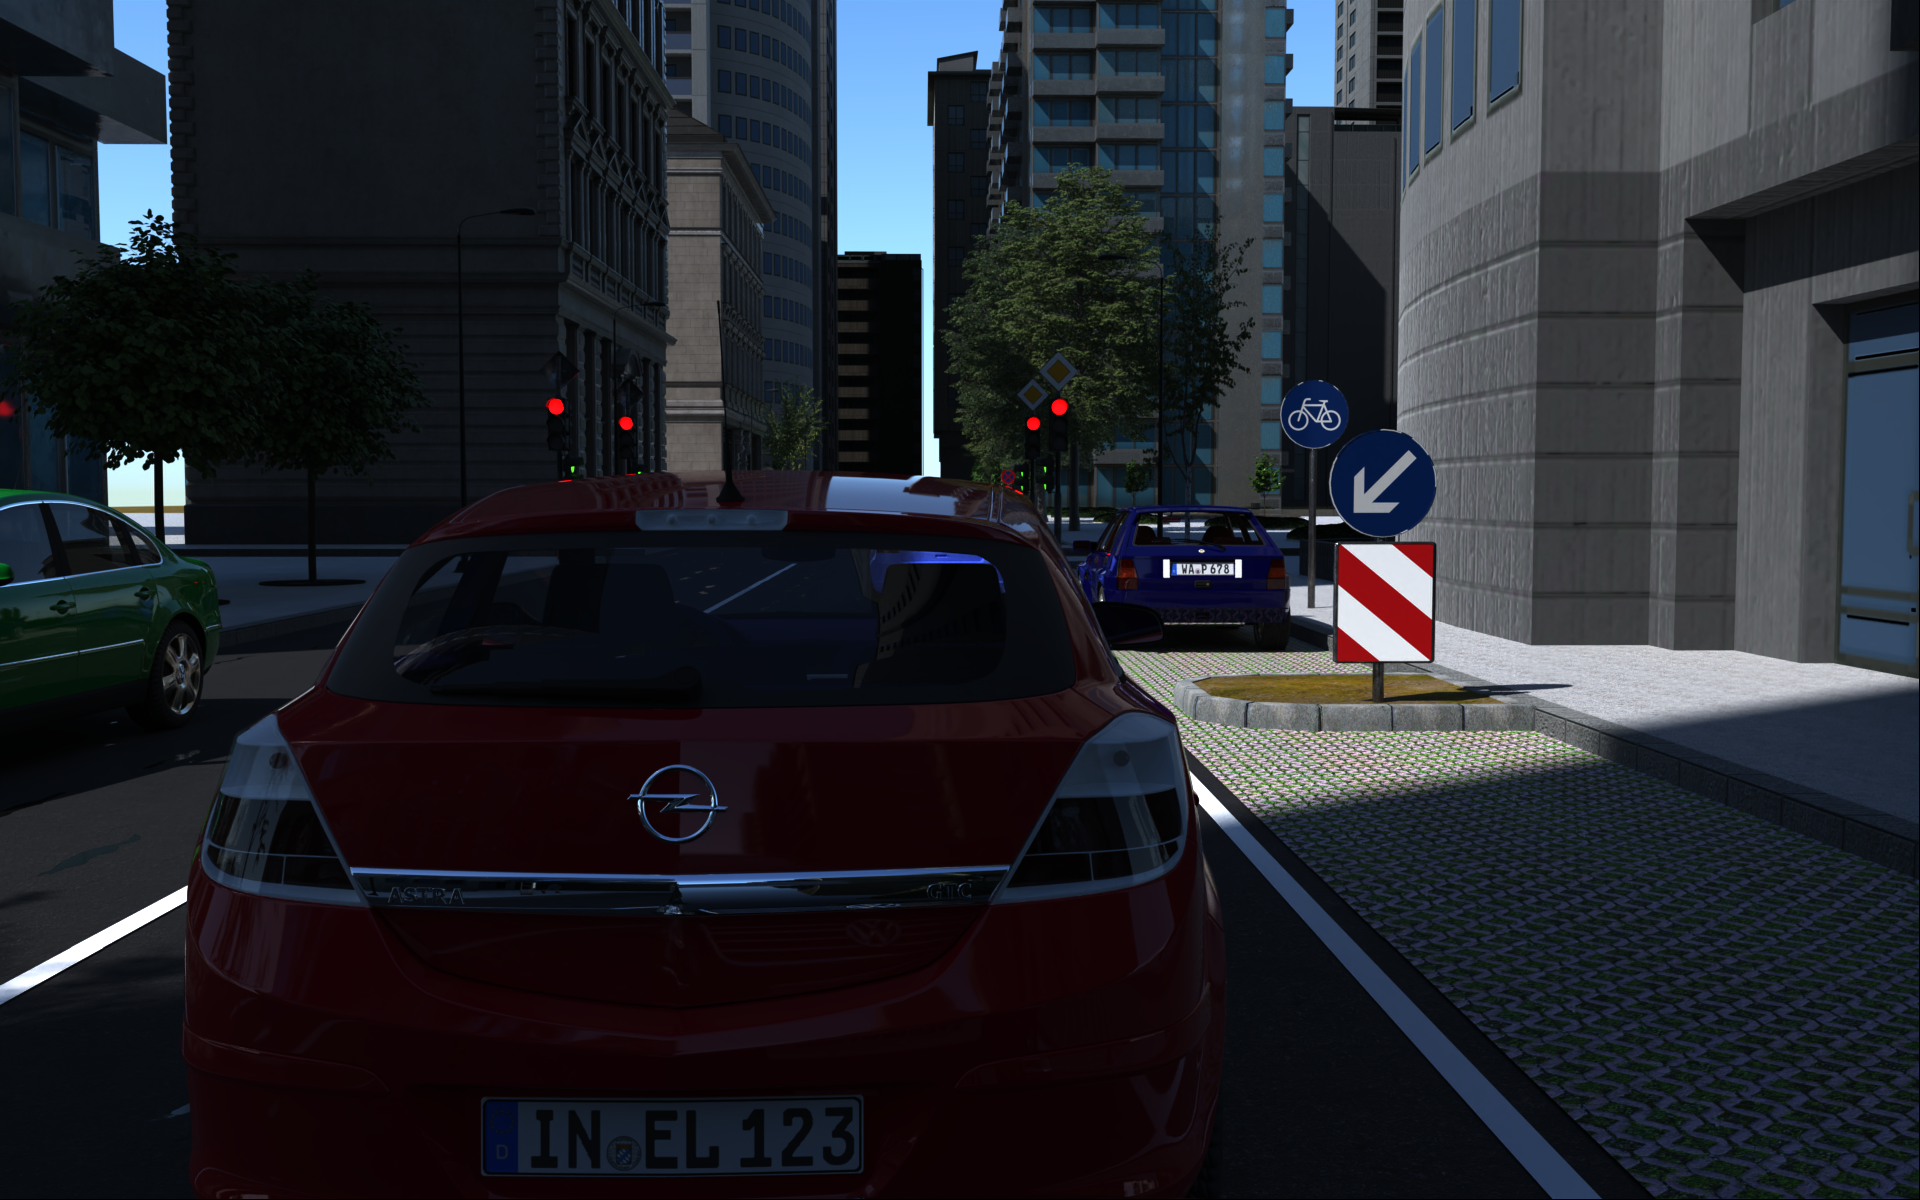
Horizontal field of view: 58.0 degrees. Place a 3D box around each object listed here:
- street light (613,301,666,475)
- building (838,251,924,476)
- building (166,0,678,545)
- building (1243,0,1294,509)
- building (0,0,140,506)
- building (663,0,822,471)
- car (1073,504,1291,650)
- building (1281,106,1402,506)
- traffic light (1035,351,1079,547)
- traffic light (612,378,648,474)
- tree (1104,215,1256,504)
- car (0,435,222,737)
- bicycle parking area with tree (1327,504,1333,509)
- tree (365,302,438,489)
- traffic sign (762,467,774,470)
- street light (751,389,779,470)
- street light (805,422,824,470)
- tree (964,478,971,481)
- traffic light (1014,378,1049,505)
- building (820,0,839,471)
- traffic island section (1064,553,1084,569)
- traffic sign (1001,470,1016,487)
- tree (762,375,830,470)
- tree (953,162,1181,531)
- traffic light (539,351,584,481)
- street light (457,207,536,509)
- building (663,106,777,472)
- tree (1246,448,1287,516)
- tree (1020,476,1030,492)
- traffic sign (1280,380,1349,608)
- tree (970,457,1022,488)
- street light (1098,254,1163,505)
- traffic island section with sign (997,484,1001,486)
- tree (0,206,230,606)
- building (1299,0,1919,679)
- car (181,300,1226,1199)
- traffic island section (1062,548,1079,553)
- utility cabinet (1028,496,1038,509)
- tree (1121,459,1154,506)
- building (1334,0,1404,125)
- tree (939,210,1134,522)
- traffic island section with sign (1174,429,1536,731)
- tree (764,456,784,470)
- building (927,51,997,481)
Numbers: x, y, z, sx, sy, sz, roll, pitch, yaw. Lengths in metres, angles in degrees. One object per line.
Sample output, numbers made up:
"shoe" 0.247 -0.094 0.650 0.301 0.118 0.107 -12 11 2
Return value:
"street light" -7.785 -4.241 41.877 1.470 5.913 1.316 0 4 -1
"building" -11.471 -26.756 209.163 14.107 30.474 14.160 0 4 -1
"building" -15.125 -13.686 52.639 11.050 23.489 19.941 0 4 -1
"building" 14.676 -32.152 145.291 23.786 49.044 30.456 0 4 -1
"building" -26.844 -24.359 17.881 30.456 49.044 23.786 0 4 -1
"building" -21.771 -35.963 129.989 21.231 58.520 28.212 0 4 -1
"car" 2.126 -0.281 17.179 1.945 1.354 3.894 0 4 -1
"building" 40.045 -30.735 186.118 14.086 41.232 14.154 0 4 -1
"traffic light" 1.920 -2.771 34.221 0.839 4.253 0.868 0 4 -1
"traffic light" -8.009 -3.245 41.981 0.839 4.253 0.868 0 4 -1
"tree" 6.043 -5.869 46.317 4.737 8.622 4.395 0 3 0
"car" -5.659 -0.027 9.239 1.959 1.807 4.718 0 4 1
"bicycle parking area with tree" 29.139 -7.765 113.959 9.016 4.147 8.231 0 4 2
"tree" -9.180 -2.501 24.602 4.285 4.588 4.351 0 3 0
"traffic sign" -8.945 -4.929 80.696 0.768 2.556 0.104 0 4 0
"street light" -8.680 -6.367 76.639 1.470 5.913 1.316 0 4 -1
"street light" -9.406 -8.491 111.361 1.470 5.913 1.316 0 4 -1
"tree" 0.796 -12.250 194.892 1.663 3.219 1.824 0 3 0
"traffic light" 1.750 -3.259 42.205 0.839 4.253 0.868 0 4 -1
"building" -23.502 -45.395 180.462 20.611 71.187 20.563 0 4 -1
"traffic island section" 1.960 -0.737 34.336 2.009 0.180 2.903 0 4 -1
"traffic sign" 2.480 -5.440 89.051 0.768 2.556 0.104 0 4 4
"tree" -10.919 -9.583 107.045 4.737 8.622 4.395 0 3 0
"tree" 4.276 -8.651 59.577 7.486 12.596 7.792 0 3 0
"traffic light" -7.839 -2.757 33.998 0.839 4.253 0.868 0 4 -1
"street light" -7.569 -3.404 28.195 1.470 5.913 1.316 0 4 -1
"building" -15.677 -14.187 82.871 10.553 20.767 40.483 0 4 -1
"tree" 12.756 -4.801 73.104 1.663 3.219 1.824 0 3 0
"tree" 3.955 -5.650 86.981 1.663 3.219 1.824 0 3 0
"traffic sign" 3.952 -1.181 19.407 0.768 2.556 0.104 0 3 0
"tree" 2.361 -8.680 125.625 4.285 4.588 4.351 0 3 0
"street light" 3.366 -3.739 33.668 1.470 5.913 1.316 0 4 -1
"traffic island section with sign" 1.261 -3.565 66.912 1.989 1.847 2.006 0 4 -1
"tree" -9.143 -2.216 19.939 4.285 4.588 4.351 0 3 0
"building" 15.285 -28.936 15.111 21.231 58.520 28.212 0 4 -1
"car" -0.454 0.267 4.671 2.155 1.783 4.494 0 4 -1
"traffic island section" 1.790 -1.226 42.319 2.009 0.180 2.903 0 4 -1
"utility cabinet" 2.840 -3.461 67.749 0.306 1.237 1.020 0 4 -6
"tree" 8.643 -5.656 87.074 1.663 3.219 1.824 0 3 0
"building" 58.135 -47.323 211.980 20.611 71.187 20.563 0 4 -1
"tree" 3.690 -10.472 77.873 9.857 13.997 8.962 0 3 0
"traffic island section with sign" 2.457 -0.166 11.335 1.989 1.847 2.006 0 4 -1
"tree" -9.494 -5.747 88.564 1.663 3.219 1.824 0 3 0
"building" 9.747 -38.298 215.407 27.495 52.752 28.713 0 4 -1
